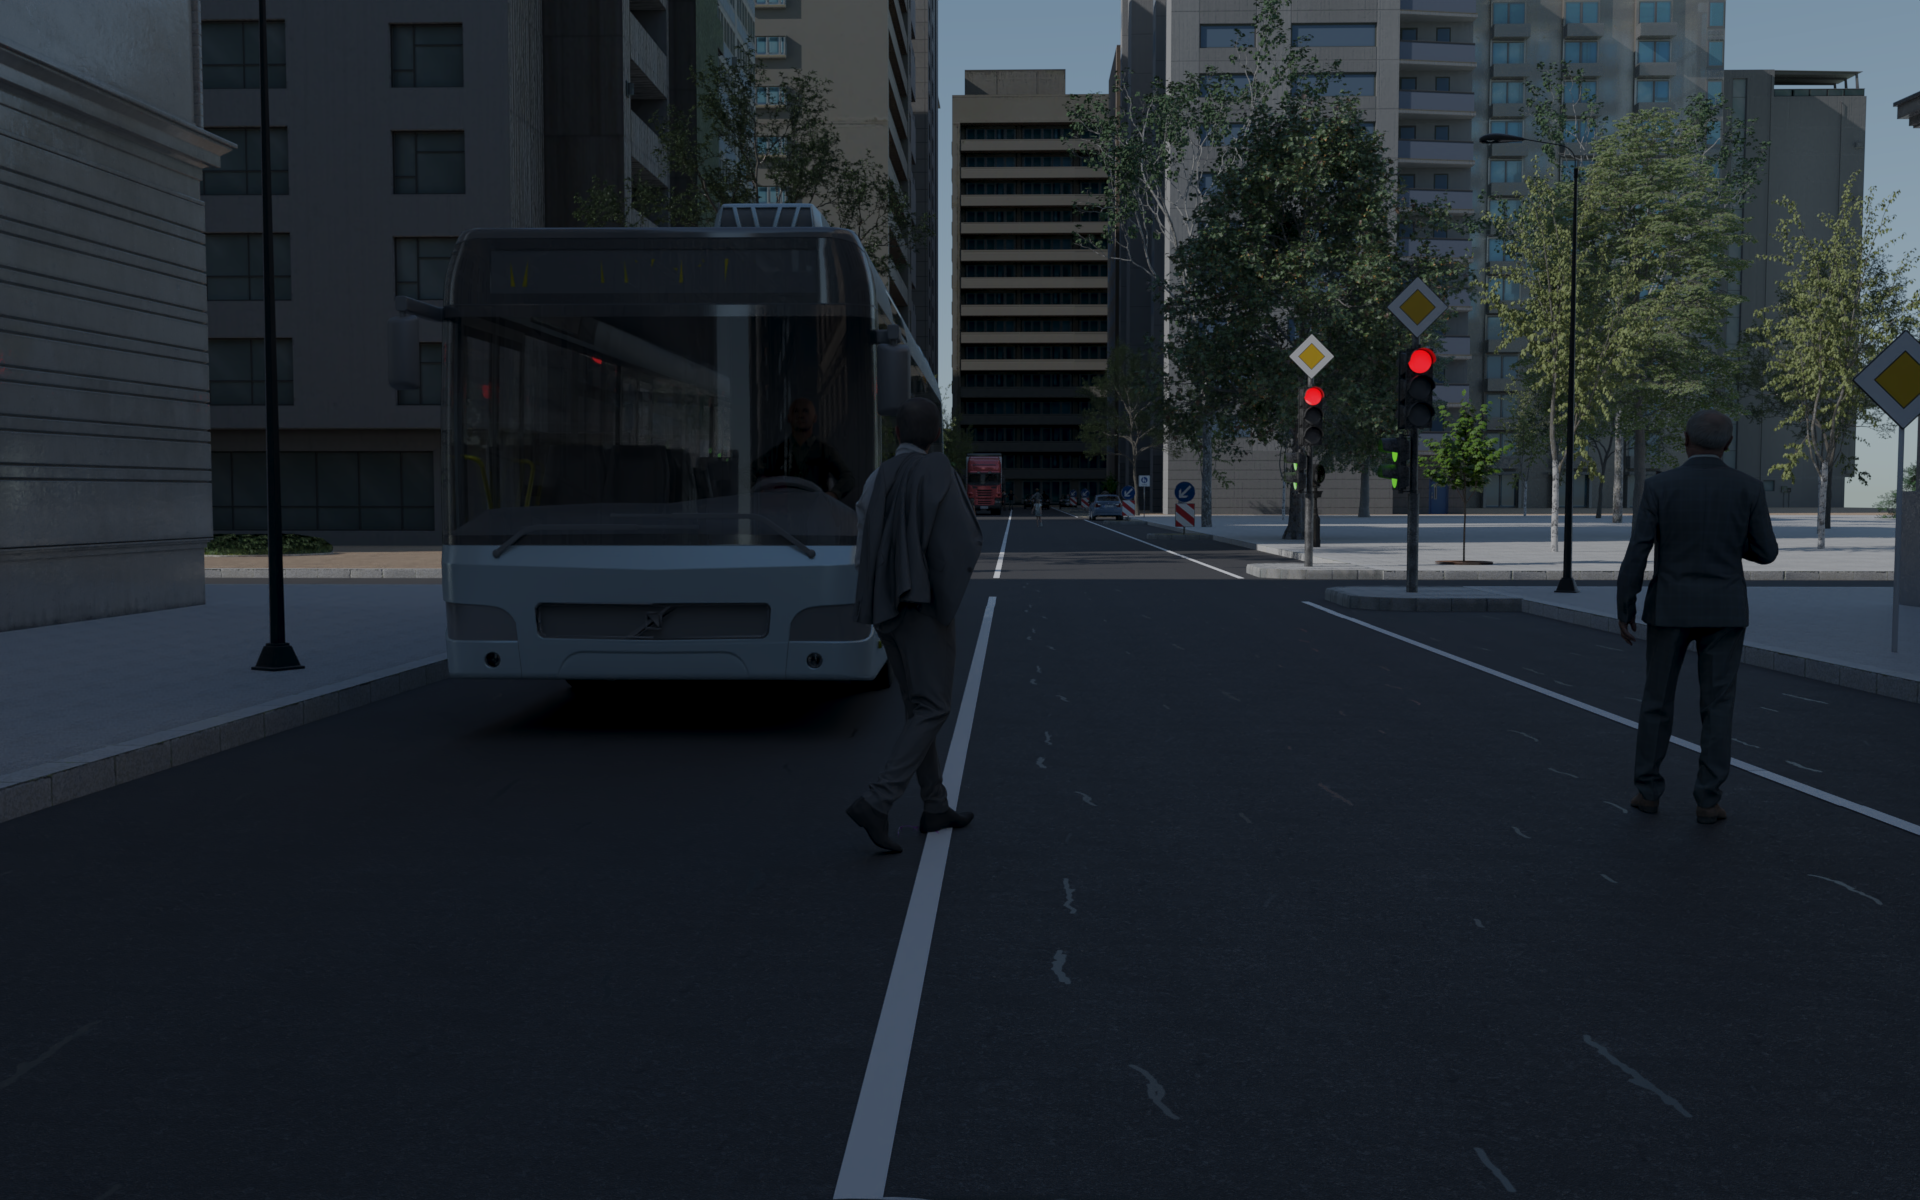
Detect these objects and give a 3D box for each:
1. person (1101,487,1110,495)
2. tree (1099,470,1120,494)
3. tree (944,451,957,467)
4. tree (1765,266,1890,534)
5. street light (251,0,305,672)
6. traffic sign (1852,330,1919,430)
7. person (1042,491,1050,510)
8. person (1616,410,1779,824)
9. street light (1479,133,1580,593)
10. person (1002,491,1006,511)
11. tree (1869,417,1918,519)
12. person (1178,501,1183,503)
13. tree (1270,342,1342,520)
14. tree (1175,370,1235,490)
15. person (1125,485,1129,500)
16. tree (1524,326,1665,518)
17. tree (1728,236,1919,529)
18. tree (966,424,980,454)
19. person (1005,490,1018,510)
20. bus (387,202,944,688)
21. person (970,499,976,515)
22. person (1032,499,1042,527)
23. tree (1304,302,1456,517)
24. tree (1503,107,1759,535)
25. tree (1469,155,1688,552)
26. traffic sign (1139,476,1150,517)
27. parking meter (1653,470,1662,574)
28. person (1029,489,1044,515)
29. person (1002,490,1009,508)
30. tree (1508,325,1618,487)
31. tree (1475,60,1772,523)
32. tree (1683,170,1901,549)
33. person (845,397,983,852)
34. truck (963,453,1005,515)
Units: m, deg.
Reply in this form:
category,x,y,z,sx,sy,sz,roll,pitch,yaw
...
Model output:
category,x,y,z,sx,sy,sz,roll,pitch,yaw
person,11.675,-8.121,138.826,1.348,1.824,0.705,3,4,36
tree,12.154,-8.955,141.017,1.663,3.219,1.824,0,3,0
tree,-1.890,-7.904,112.948,4.285,4.588,4.351,0,3,0
tree,27.809,-6.424,55.396,4.360,8.622,3.978,0,3,0
street light,-4.454,-2.443,12.483,1.470,5.913,1.316,0,4,2
traffic sign,7.595,-0.869,13.942,0.795,2.593,0.064,0,4,6
person,7.541,-8.987,156.264,1.217,1.723,0.721,-1,4,-17
person,3.283,0.057,7.752,0.661,1.801,0.590,1,4,17
street light,7.382,-3.052,22.449,1.470,5.913,1.316,0,4,2
person,3.651,-8.389,146.466,0.445,1.727,0.742,-3,4,-37
tree,52.709,-11.066,82.753,13.155,14.587,18.604,-3,5,-45
person,10.591,-4.662,82.376,0.767,1.812,0.694,0,4,0
tree,16.140,-8.227,84.881,4.360,8.622,3.978,0,3,0
tree,13.403,-8.815,94.483,4.737,8.622,4.395,0,3,0
person,11.240,-6.769,116.349,0.705,1.869,1.348,0,4,7
tree,33.792,-9.571,90.900,8.767,10.594,7.601,-1,4,-11
tree,31.876,-7.904,63.647,8.767,10.594,7.601,3,5,42
tree,-0.844,-11.576,139.626,4.737,8.622,4.395,0,3,0
person,4.505,-8.867,153.480,1.348,1.822,0.705,1,4,18
bus,-1.637,-1.270,15.619,2.948,3.499,13.247,0,4,1
person,0.433,-3.283,66.845,0.362,1.253,0.373,2,4,33
person,3.359,-3.792,75.507,0.505,1.210,0.382,1,4,10
tree,22.210,-11.531,95.186,9.857,13.997,8.962,0,3,0
tree,20.026,-8.173,51.751,7.486,12.596,7.792,0,3,0
tree,13.427,-5.369,38.148,4.737,8.622,4.395,0,3,0
traffic sign,10.172,-5.718,95.614,0.606,2.300,0.079,0,4,4
parking meter,7.577,-0.611,18.406,0.372,1.533,0.369,0,3,0
person,5.323,-6.809,119.913,1.350,1.814,0.705,-3,5,-40
person,4.534,-10.594,181.338,1.348,1.869,0.705,2,4,26
tree,23.040,-7.074,66.020,4.360,8.622,3.978,0,3,0
tree,27.945,-13.530,77.103,12.611,20.169,13.585,0,3,0
tree,20.397,-5.514,40.519,4.737,8.622,4.395,0,3,0
person,-0.167,0.091,7.109,0.679,1.850,0.850,3,5,40
truck,1.675,-8.129,121.819,2.839,4.237,11.283,0,4,0
